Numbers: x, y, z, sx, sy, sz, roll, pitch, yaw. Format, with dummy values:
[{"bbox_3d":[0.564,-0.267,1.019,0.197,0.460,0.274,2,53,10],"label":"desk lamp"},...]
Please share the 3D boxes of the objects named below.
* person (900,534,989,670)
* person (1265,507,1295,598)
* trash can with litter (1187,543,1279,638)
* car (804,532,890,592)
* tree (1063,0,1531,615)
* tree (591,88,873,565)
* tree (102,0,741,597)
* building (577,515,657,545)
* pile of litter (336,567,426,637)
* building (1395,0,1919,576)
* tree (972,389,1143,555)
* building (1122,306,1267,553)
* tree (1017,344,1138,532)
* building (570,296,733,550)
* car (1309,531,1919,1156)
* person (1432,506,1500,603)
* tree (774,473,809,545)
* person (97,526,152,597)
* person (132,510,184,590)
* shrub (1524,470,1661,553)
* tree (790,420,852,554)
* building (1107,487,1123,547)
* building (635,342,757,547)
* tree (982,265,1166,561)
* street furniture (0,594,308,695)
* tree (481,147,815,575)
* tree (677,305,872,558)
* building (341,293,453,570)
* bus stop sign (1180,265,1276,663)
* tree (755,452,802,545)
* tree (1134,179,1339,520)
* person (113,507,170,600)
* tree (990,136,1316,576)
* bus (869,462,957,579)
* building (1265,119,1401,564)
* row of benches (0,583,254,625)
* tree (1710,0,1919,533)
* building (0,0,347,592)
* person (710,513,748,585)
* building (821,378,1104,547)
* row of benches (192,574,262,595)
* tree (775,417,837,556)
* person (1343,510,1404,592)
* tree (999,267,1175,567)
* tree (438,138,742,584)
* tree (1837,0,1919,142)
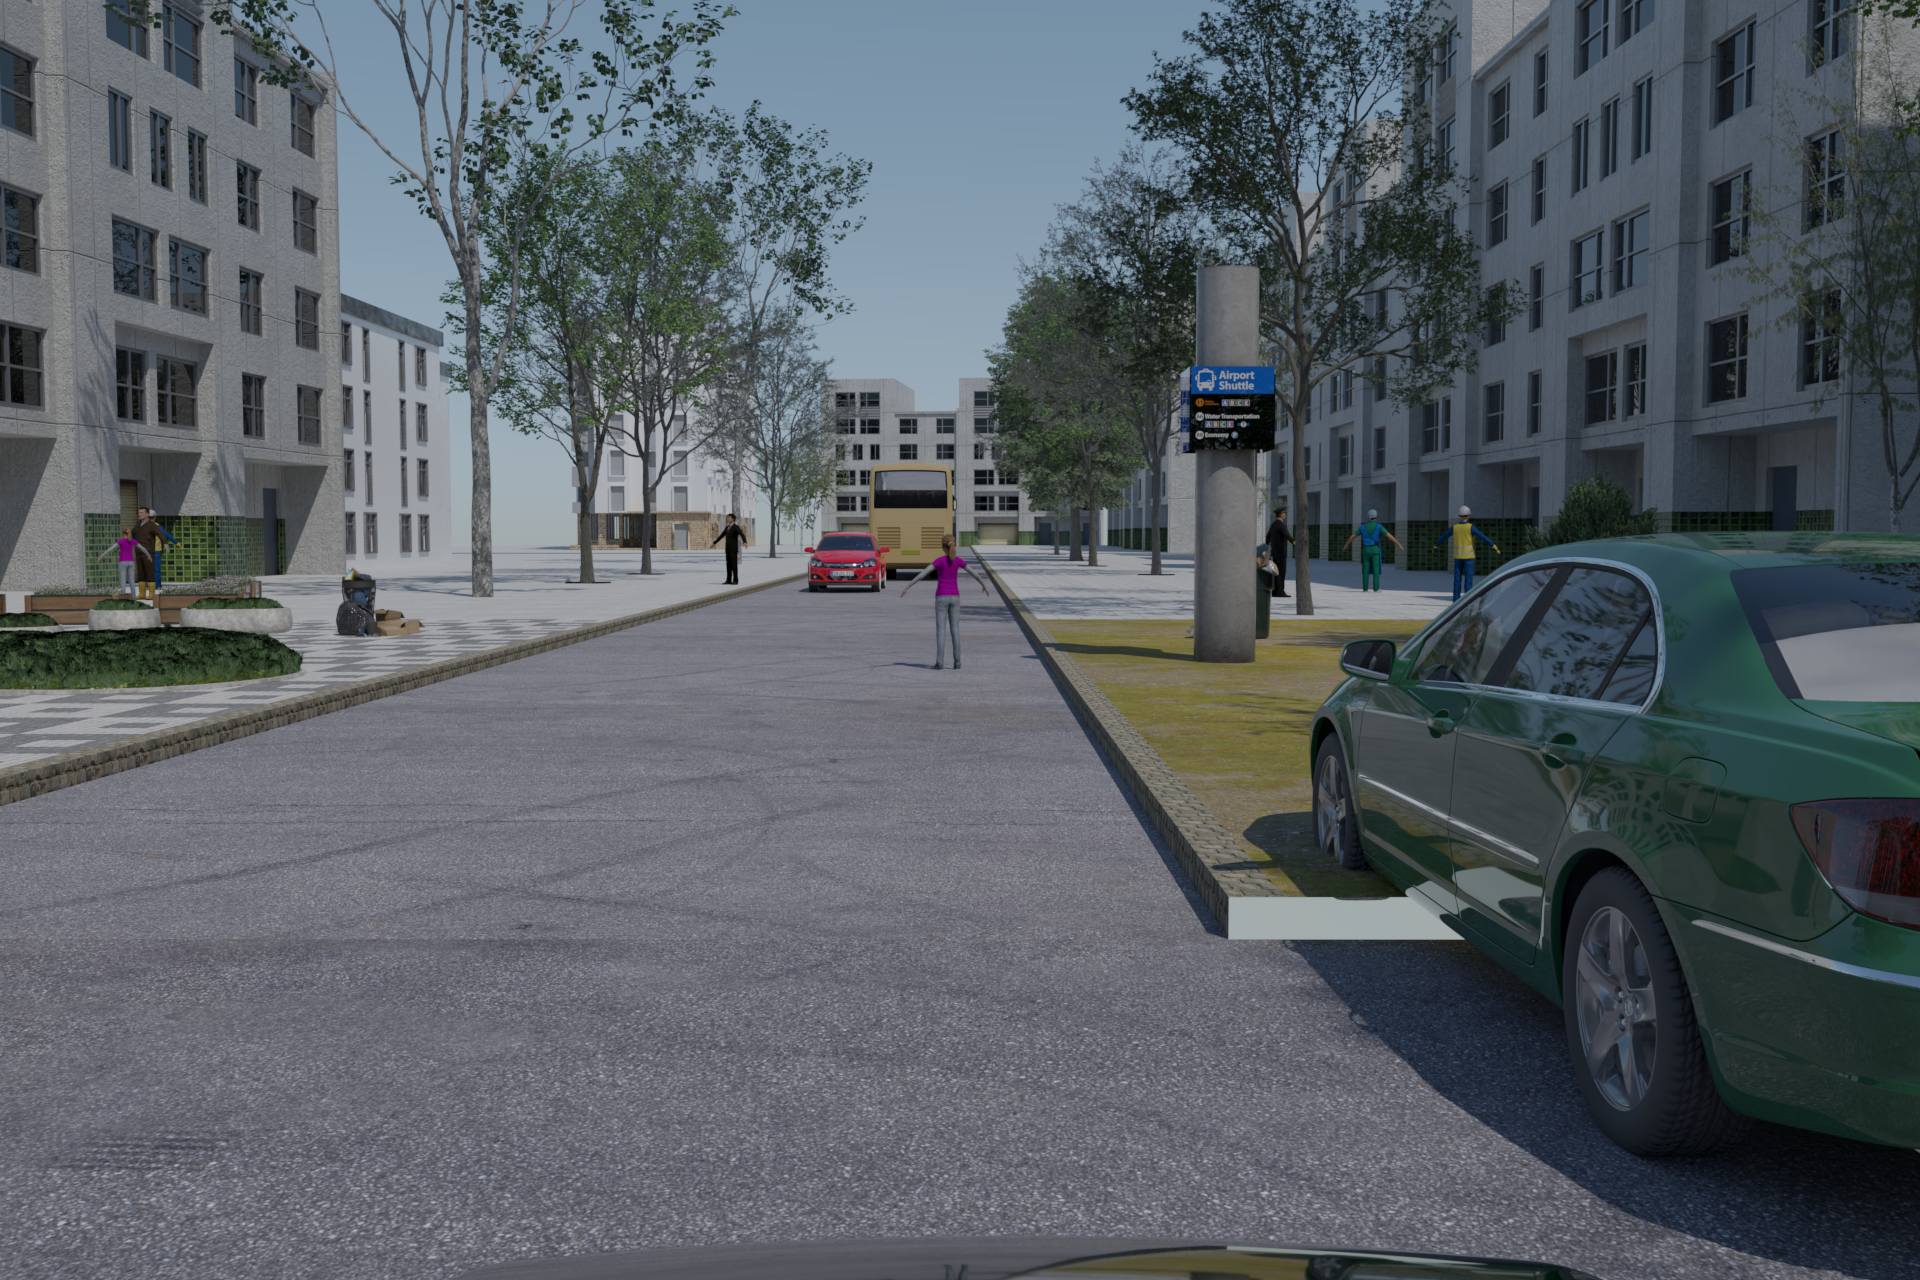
[{"bbox_3d":[-0.148,-0.404,18.327,0.991,1.433,0.599,-1,4,-20],"label":"person"},{"bbox_3d":[6.497,-1.783,35.081,0.705,1.837,1.347,-1,4,-20],"label":"person"},{"bbox_3d":[3.337,-0.602,21.236,1.055,1.170,0.624,0,4,0],"label":"trash can with litter"},{"bbox_3d":[-2.840,-2.139,44.014,2.155,1.783,4.494,0,4,0],"label":"car"},{"bbox_3d":[5.119,-5.670,27.114,7.601,10.594,8.767,0,4,-2],"label":"tree"},{"bbox_3d":[-9.921,-13.317,73.625,12.611,20.169,13.585,0,3,0],"label":"tree"},{"bbox_3d":[-10.495,-10.860,33.447,12.611,20.169,13.585,0,3,0],"label":"tree"},{"bbox_3d":[-27.978,-18.264,155.034,16.016,20.090,11.380,0,4,0],"label":"building"},{"bbox_3d":[-7.511,-0.516,22.405,1.176,0.858,1.719,0,4,0],"label":"pile of litter"},{"bbox_3d":[23.807,-10.943,45.374,16.747,18.905,31.486,0,4,0],"label":"building"},{"bbox_3d":[5.837,-11.866,104.386,12.009,13.543,11.850,0,3,0],"label":"tree"},{"bbox_3d":[22.583,-16.379,134.257,16.747,18.905,31.486,0,4,0],"label":"building"},{"bbox_3d":[6.407,-10.659,92.403,7.486,12.596,7.792,0,3,0],"label":"tree"},{"bbox_3d":[-24.830,-17.267,138.741,16.016,20.090,11.380,0,4,-1],"label":"building"},{"bbox_3d":[2.396,0.389,5.437,2.131,1.459,4.920,0,4,-1],"label":"car"},{"bbox_3d":[8.905,-1.472,30.529,1.216,1.772,0.721,2,4,35],"label":"person"},{"bbox_3d":[-19.070,-15.083,196.962,4.737,8.622,4.395,0,3,0],"label":"tree"},{"bbox_3d":[-15.269,-1.371,31.686,0.599,1.433,0.991,3,5,41],"label":"person"},{"bbox_3d":[-18.451,-2.057,39.596,1.349,1.833,0.705,0,4,3],"label":"person"},{"bbox_3d":[7.800,-1.058,21.344,1.661,2.075,1.752,0,3,0],"label":"shrub"},{"bbox_3d":[-9.114,-9.718,109.259,4.737,8.622,4.395,0,3,0],"label":"tree"},{"bbox_3d":[24.232,-18.667,171.659,16.747,18.905,31.486,0,4,0],"label":"building"},{"bbox_3d":[-26.836,-19.309,172.121,16.016,20.090,11.380,0,4,1],"label":"building"},{"bbox_3d":[5.494,-10.697,81.549,9.857,13.997,8.962,0,3,0],"label":"tree"},{"bbox_3d":[-11.002,0.009,15.481,10.072,0.657,5.734,-1,4,-10],"label":"street furniture"},{"bbox_3d":[-9.768,-8.802,54.288,12.009,13.543,11.850,0,3,0],"label":"tree"},{"bbox_3d":[-9.851,-11.096,91.789,12.009,13.543,11.850,0,3,0],"label":"tree"},{"bbox_3d":[-26.004,-7.951,72.147,9.099,9.664,28.070,0,3,0],"label":"building"},{"bbox_3d":[2.667,-1.733,17.355,0.837,3.901,0.837,0,4,1],"label":"bus stop sign"},{"bbox_3d":[-21.518,-16.987,203.485,9.928,11.665,9.643,0,3,0],"label":"tree"},{"bbox_3d":[5.280,-5.264,36.431,4.360,8.622,3.978,0,3,0],"label":"tree"},{"bbox_3d":[-15.842,-1.682,33.631,1.346,1.812,0.704,1,4,19],"label":"person"},{"bbox_3d":[6.050,-8.757,53.548,12.009,13.543,11.850,0,3,0],"label":"tree"},{"bbox_3d":[-1.525,-4.091,58.427,2.896,3.916,12.252,0,4,0],"label":"bus"},{"bbox_3d":[25.704,-13.216,82.543,16.747,18.905,31.486,0,4,0],"label":"building"},{"bbox_3d":[-10.724,-0.355,21.273,4.104,0.672,1.422,-1,4,-12],"label":"row of benches"},{"bbox_3d":[12.503,-4.424,22.688,4.360,8.622,3.978,0,3,0],"label":"tree"},{"bbox_3d":[-27.993,-10.520,38.455,16.747,18.905,31.486,0,4,1],"label":"building"},{"bbox_3d":[-5.795,-2.299,43.773,1.347,1.806,0.705,3,5,40],"label":"person"},{"bbox_3d":[0.824,-20.424,202.846,31.486,18.905,16.747,0,4,6],"label":"building"},{"bbox_3d":[-10.729,-0.604,25.337,1.422,0.672,4.104,-1,4,-17],"label":"row of benches"},{"bbox_3d":[-9.488,-9.332,102.939,4.360,8.622,3.978,0,3,0],"label":"tree"},{"bbox_3d":[9.075,-1.957,38.131,1.347,1.817,0.704,2,4,29],"label":"person"},{"bbox_3d":[5.108,-8.709,68.140,9.928,11.665,9.643,0,3,0],"label":"tree"},{"bbox_3d":[-9.605,-7.278,44.752,9.928,11.665,9.643,0,3,0],"label":"tree"},{"bbox_3d":[10.580,-5.361,13.411,9.928,11.665,9.643,0,3,0],"label":"tree"}]
